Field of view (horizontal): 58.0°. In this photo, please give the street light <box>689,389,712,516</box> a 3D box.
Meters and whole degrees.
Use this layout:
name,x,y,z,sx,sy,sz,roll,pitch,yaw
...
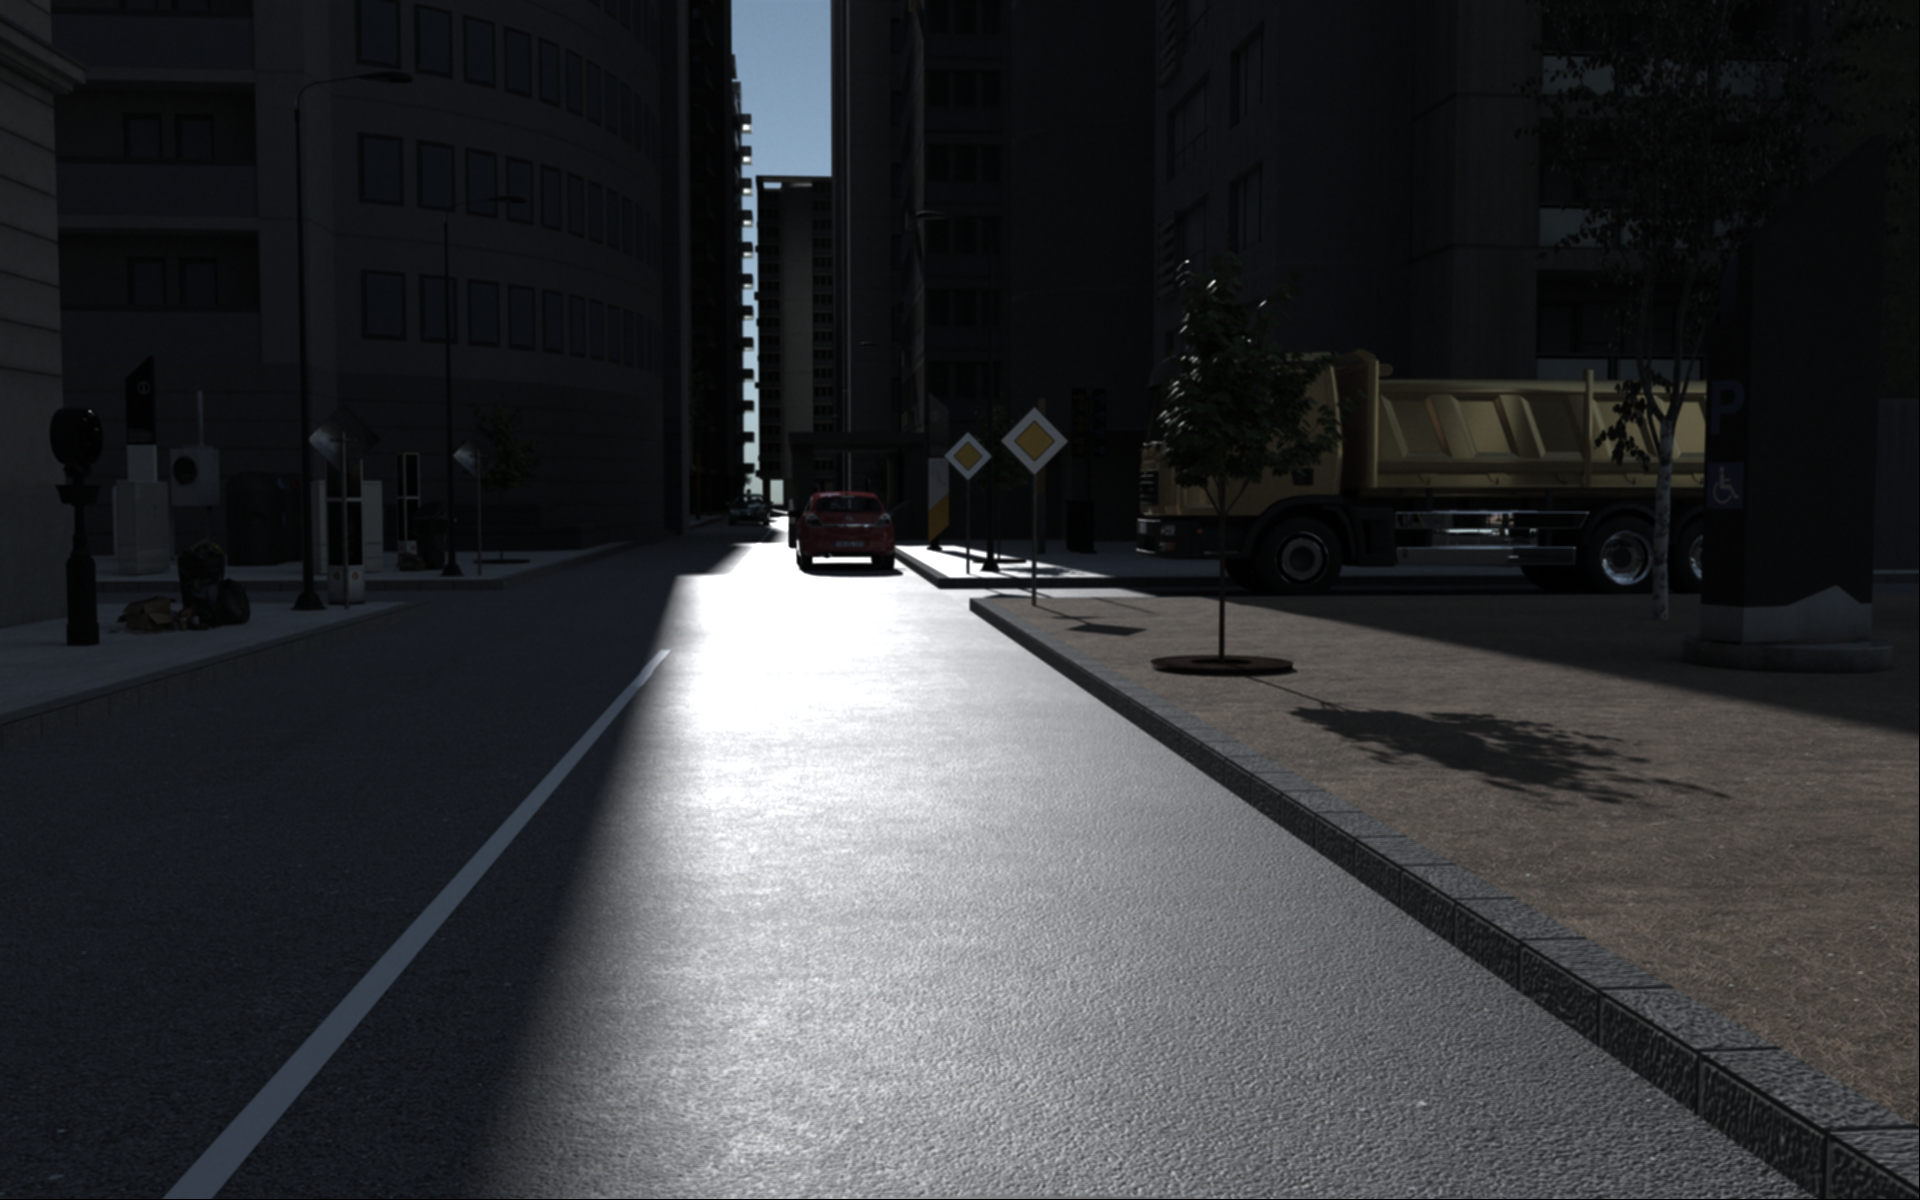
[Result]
name,x,y,z,sx,sy,sz,roll,pitch,yaw
street light,-11.875,-6.362,76.559,1.470,5.913,1.316,0,4,-5

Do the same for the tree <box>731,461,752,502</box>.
name,x,y,z,sx,sy,sz,roll,pitch,yaw
tree,-19.972,-10.263,151.507,4.285,4.588,4.351,0,3,0

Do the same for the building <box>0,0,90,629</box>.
name,x,y,z,sx,sy,sz,roll,pitch,yaw
building,-19.840,-13.639,10.383,23.554,28.519,14.401,0,4,-5

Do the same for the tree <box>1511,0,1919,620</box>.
name,x,y,z,sx,sy,sz,roll,pitch,yaw
tree,7.400,-4.111,17.584,4.360,8.622,3.978,0,3,0

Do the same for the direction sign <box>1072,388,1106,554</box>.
name,x,y,z,sx,sy,sz,roll,pitch,yaw
direction sign,2.775,-2.771,37.305,0.876,3.537,0.379,-2,4,-30

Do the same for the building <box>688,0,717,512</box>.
name,x,y,z,sx,sy,sz,roll,pitch,yaw
building,-27.796,-28.135,114.640,22.147,44.769,28.867,0,4,-5

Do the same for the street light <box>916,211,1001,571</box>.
name,x,y,z,sx,sy,sz,roll,pitch,yaw
street light,-0.032,-3.434,28.681,1.470,5.913,1.316,0,4,-5

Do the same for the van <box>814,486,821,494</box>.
name,x,y,z,sx,sy,sz,roll,pitch,yaw
van,-11.510,-7.799,131.892,2.240,2.365,5.245,0,4,-7

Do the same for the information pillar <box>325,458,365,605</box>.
name,x,y,z,sx,sy,sz,roll,pitch,yaw
information pillar,-7.131,-0.953,20.074,0.304,2.012,0.304,2,4,27

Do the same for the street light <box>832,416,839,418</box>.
name,x,y,z,sx,sy,sz,roll,pitch,yaw
street light,-6.874,-7.955,102.609,1.470,5.913,1.316,0,4,-5

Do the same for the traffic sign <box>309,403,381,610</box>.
name,x,y,z,sx,sy,sz,roll,pitch,yaw
traffic sign,-6.816,-0.951,19.197,0.795,2.450,0.064,0,4,-5

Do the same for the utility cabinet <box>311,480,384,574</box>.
name,x,y,z,sx,sy,sz,roll,pitch,yaw
utility cabinet,-9.900,-1.176,27.914,0.318,1.500,1.173,2,4,35

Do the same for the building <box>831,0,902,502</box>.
name,x,y,z,sx,sy,sz,roll,pitch,yaw
building,-1.661,-38.071,164.455,21.231,58.520,28.212,0,4,-5

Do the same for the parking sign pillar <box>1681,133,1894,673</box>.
name,x,y,z,sx,sy,sz,roll,pitch,yaw
parking sign pillar,6.236,-1.499,12.974,1.447,3.967,1.447,-1,4,-22

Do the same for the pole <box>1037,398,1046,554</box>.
name,x,y,z,sx,sy,sz,roll,pitch,yaw
pole,1.730,-2.633,36.886,0.158,3.312,0.155,0,3,0

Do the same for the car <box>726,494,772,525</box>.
name,x,y,z,sx,sy,sz,roll,pitch,yaw
car,-9.832,-4.222,80.820,2.131,1.459,4.920,0,4,-5

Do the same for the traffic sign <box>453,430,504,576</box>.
name,x,y,z,sx,sy,sz,roll,pitch,yaw
traffic sign,-7.539,-1.438,27.150,0.795,2.450,0.064,0,4,-5

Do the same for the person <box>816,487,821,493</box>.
name,x,y,z,sx,sy,sz,roll,pitch,yaw
person,-7.863,-5.340,95.912,0.694,1.812,0.767,1,4,12

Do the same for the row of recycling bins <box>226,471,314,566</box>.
name,x,y,z,sx,sy,sz,roll,pitch,yaw
row of recycling bins,-12.884,-1.547,32.412,1.069,1.692,3.534,0,4,-6

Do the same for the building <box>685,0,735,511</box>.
name,x,y,z,sx,sy,sz,roll,pitch,yaw
building,-25.110,-29.745,136.448,14.600,45.320,14.200,0,4,-5

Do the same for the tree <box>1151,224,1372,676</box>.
name,x,y,z,sx,sy,sz,roll,pitch,yaw
tree,1.864,-1.096,12.526,1.663,3.219,1.824,0,3,0

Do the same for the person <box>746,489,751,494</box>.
name,x,y,z,sx,sy,sz,roll,pitch,yaw
person,-12.535,-5.774,103.693,0.721,1.735,1.217,-1,4,-14

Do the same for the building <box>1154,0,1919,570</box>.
name,x,y,z,sx,sy,sz,roll,pitch,yaw
building,12.145,-21.473,34.686,14.086,41.232,14.154,0,4,-5

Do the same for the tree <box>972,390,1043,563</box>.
name,x,y,z,sx,sy,sz,roll,pitch,yaw
tree,0.751,-2.309,32.360,1.663,3.219,1.824,0,3,0

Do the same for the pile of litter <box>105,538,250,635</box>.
name,x,y,z,sx,sy,sz,roll,pitch,yaw
pile of litter,-7.554,-0.166,16.673,1.176,0.858,1.719,1,4,20

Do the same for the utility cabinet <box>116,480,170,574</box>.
name,x,y,z,sx,sy,sz,roll,pitch,yaw
utility cabinet,-13.067,-1.167,27.752,0.318,1.500,1.173,0,4,-1

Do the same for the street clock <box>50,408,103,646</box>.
name,x,y,z,sx,sy,sz,roll,pitch,yaw
street clock,-7.456,-0.618,14.668,0.358,2.002,0.471,0,4,-1

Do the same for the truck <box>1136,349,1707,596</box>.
name,x,y,z,sx,sy,sz,roll,pitch,yaw
truck,6.631,-1.752,24.565,9.791,3.379,3.469,0,4,-4

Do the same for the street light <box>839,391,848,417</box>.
name,x,y,z,sx,sy,sz,roll,pitch,yaw
street light,-4.578,-6.448,77.967,1.470,5.913,1.316,0,4,-5

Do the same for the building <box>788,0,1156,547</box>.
name,x,y,z,sx,sy,sz,roll,pitch,yaw
building,10.782,-22.142,53.911,32.217,40.220,23.993,0,4,-5

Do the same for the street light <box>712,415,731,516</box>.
name,x,y,z,sx,sy,sz,roll,pitch,yaw
street light,-14.087,-7.870,101.208,1.470,5.913,1.316,0,4,-5

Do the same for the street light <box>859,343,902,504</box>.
name,x,y,z,sx,sy,sz,roll,pitch,yaw
street light,-2.384,-4.940,53.317,1.470,5.913,1.316,0,4,-5

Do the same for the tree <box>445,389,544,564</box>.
name,x,y,z,sx,sy,sz,roll,pitch,yaw
tree,-8.473,-2.296,32.138,1.663,3.219,1.824,0,3,0

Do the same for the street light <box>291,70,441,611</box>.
name,x,y,z,sx,sy,sz,roll,pitch,yaw
street light,-6.691,-2.847,19.093,1.470,5.913,1.316,0,4,-5

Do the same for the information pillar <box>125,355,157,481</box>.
name,x,y,z,sx,sy,sz,roll,pitch,yaw
information pillar,-13.776,-2.315,29.202,0.504,3.616,0.183,0,4,4

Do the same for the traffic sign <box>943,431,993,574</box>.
name,x,y,z,sx,sy,sz,roll,pitch,yaw
traffic sign,0.126,-1.479,27.824,0.795,2.450,0.064,0,4,-5

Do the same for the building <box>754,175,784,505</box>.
name,x,y,z,sx,sy,sz,roll,pitch,yaw
building,-11.650,-31.151,201.196,23.993,40.220,32.217,0,4,-5

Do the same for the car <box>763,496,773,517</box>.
name,x,y,z,sx,sy,sz,roll,pitch,yaw
car,-12.574,-5.831,107.919,1.945,1.354,3.894,0,4,-3

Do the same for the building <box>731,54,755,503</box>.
name,x,y,z,sx,sy,sz,roll,pitch,yaw
building,-38.538,-35.171,194.650,30.456,49.044,23.786,0,4,-5

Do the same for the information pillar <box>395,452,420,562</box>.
name,x,y,z,sx,sy,sz,roll,pitch,yaw
information pillar,-9.781,-1.604,30.721,0.304,2.012,0.304,-3,5,-44

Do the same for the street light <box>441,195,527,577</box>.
name,x,y,z,sx,sy,sz,roll,pitch,yaw
street light,-7.414,-3.330,26.979,1.470,5.913,1.316,0,4,-5

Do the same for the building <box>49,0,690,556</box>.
name,x,y,z,sx,sy,sz,roll,pitch,yaw
building,-19.285,-30.956,48.123,21.231,58.520,28.212,0,4,-5

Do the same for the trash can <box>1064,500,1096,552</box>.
name,x,y,z,sx,sy,sz,roll,pitch,yaw
trash can,2.670,-1.641,38.476,0.748,1.137,0.748,0,3,0

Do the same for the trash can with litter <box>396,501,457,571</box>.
name,x,y,z,sx,sy,sz,roll,pitch,yaw
trash can with litter,-8.997,-1.086,29.148,0.624,1.170,1.055,1,4,15

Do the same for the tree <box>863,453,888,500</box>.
name,x,y,z,sx,sy,sz,roll,pitch,yaw
tree,-2.933,-4.660,70.795,1.663,3.219,1.824,0,3,0

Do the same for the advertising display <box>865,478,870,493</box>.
name,x,y,z,sx,sy,sz,roll,pitch,yaw
advertising display,-3.635,-3.855,68.251,0.123,1.923,0.974,0,4,1

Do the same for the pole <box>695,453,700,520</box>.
name,x,y,z,sx,sy,sz,roll,pitch,yaw
pole,-13.005,-5.631,85.913,0.158,3.312,0.155,0,3,0

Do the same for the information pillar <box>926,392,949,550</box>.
name,x,y,z,sx,sy,sz,roll,pitch,yaw
information pillar,-0.507,-2.961,39.770,0.504,3.616,0.183,-1,4,-14

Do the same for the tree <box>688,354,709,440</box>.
name,x,y,z,sx,sy,sz,roll,pitch,yaw
tree,-12.737,-7.474,72.555,4.737,8.622,4.395,0,3,0

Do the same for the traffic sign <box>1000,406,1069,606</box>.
name,x,y,z,sx,sy,sz,roll,pitch,yaw
traffic sign,0.849,-0.993,19.871,0.795,2.450,0.064,0,4,-5

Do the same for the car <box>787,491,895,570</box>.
name,x,y,z,sx,sy,sz,roll,pitch,yaw
car,-2.311,-1.537,34.168,2.155,1.783,4.494,0,4,-7

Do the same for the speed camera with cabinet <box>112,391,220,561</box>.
name,x,y,z,sx,sy,sz,roll,pitch,yaw
speed camera with cabinet,-15.284,-2.383,33.296,2.038,3.252,0.660,1,4,16
